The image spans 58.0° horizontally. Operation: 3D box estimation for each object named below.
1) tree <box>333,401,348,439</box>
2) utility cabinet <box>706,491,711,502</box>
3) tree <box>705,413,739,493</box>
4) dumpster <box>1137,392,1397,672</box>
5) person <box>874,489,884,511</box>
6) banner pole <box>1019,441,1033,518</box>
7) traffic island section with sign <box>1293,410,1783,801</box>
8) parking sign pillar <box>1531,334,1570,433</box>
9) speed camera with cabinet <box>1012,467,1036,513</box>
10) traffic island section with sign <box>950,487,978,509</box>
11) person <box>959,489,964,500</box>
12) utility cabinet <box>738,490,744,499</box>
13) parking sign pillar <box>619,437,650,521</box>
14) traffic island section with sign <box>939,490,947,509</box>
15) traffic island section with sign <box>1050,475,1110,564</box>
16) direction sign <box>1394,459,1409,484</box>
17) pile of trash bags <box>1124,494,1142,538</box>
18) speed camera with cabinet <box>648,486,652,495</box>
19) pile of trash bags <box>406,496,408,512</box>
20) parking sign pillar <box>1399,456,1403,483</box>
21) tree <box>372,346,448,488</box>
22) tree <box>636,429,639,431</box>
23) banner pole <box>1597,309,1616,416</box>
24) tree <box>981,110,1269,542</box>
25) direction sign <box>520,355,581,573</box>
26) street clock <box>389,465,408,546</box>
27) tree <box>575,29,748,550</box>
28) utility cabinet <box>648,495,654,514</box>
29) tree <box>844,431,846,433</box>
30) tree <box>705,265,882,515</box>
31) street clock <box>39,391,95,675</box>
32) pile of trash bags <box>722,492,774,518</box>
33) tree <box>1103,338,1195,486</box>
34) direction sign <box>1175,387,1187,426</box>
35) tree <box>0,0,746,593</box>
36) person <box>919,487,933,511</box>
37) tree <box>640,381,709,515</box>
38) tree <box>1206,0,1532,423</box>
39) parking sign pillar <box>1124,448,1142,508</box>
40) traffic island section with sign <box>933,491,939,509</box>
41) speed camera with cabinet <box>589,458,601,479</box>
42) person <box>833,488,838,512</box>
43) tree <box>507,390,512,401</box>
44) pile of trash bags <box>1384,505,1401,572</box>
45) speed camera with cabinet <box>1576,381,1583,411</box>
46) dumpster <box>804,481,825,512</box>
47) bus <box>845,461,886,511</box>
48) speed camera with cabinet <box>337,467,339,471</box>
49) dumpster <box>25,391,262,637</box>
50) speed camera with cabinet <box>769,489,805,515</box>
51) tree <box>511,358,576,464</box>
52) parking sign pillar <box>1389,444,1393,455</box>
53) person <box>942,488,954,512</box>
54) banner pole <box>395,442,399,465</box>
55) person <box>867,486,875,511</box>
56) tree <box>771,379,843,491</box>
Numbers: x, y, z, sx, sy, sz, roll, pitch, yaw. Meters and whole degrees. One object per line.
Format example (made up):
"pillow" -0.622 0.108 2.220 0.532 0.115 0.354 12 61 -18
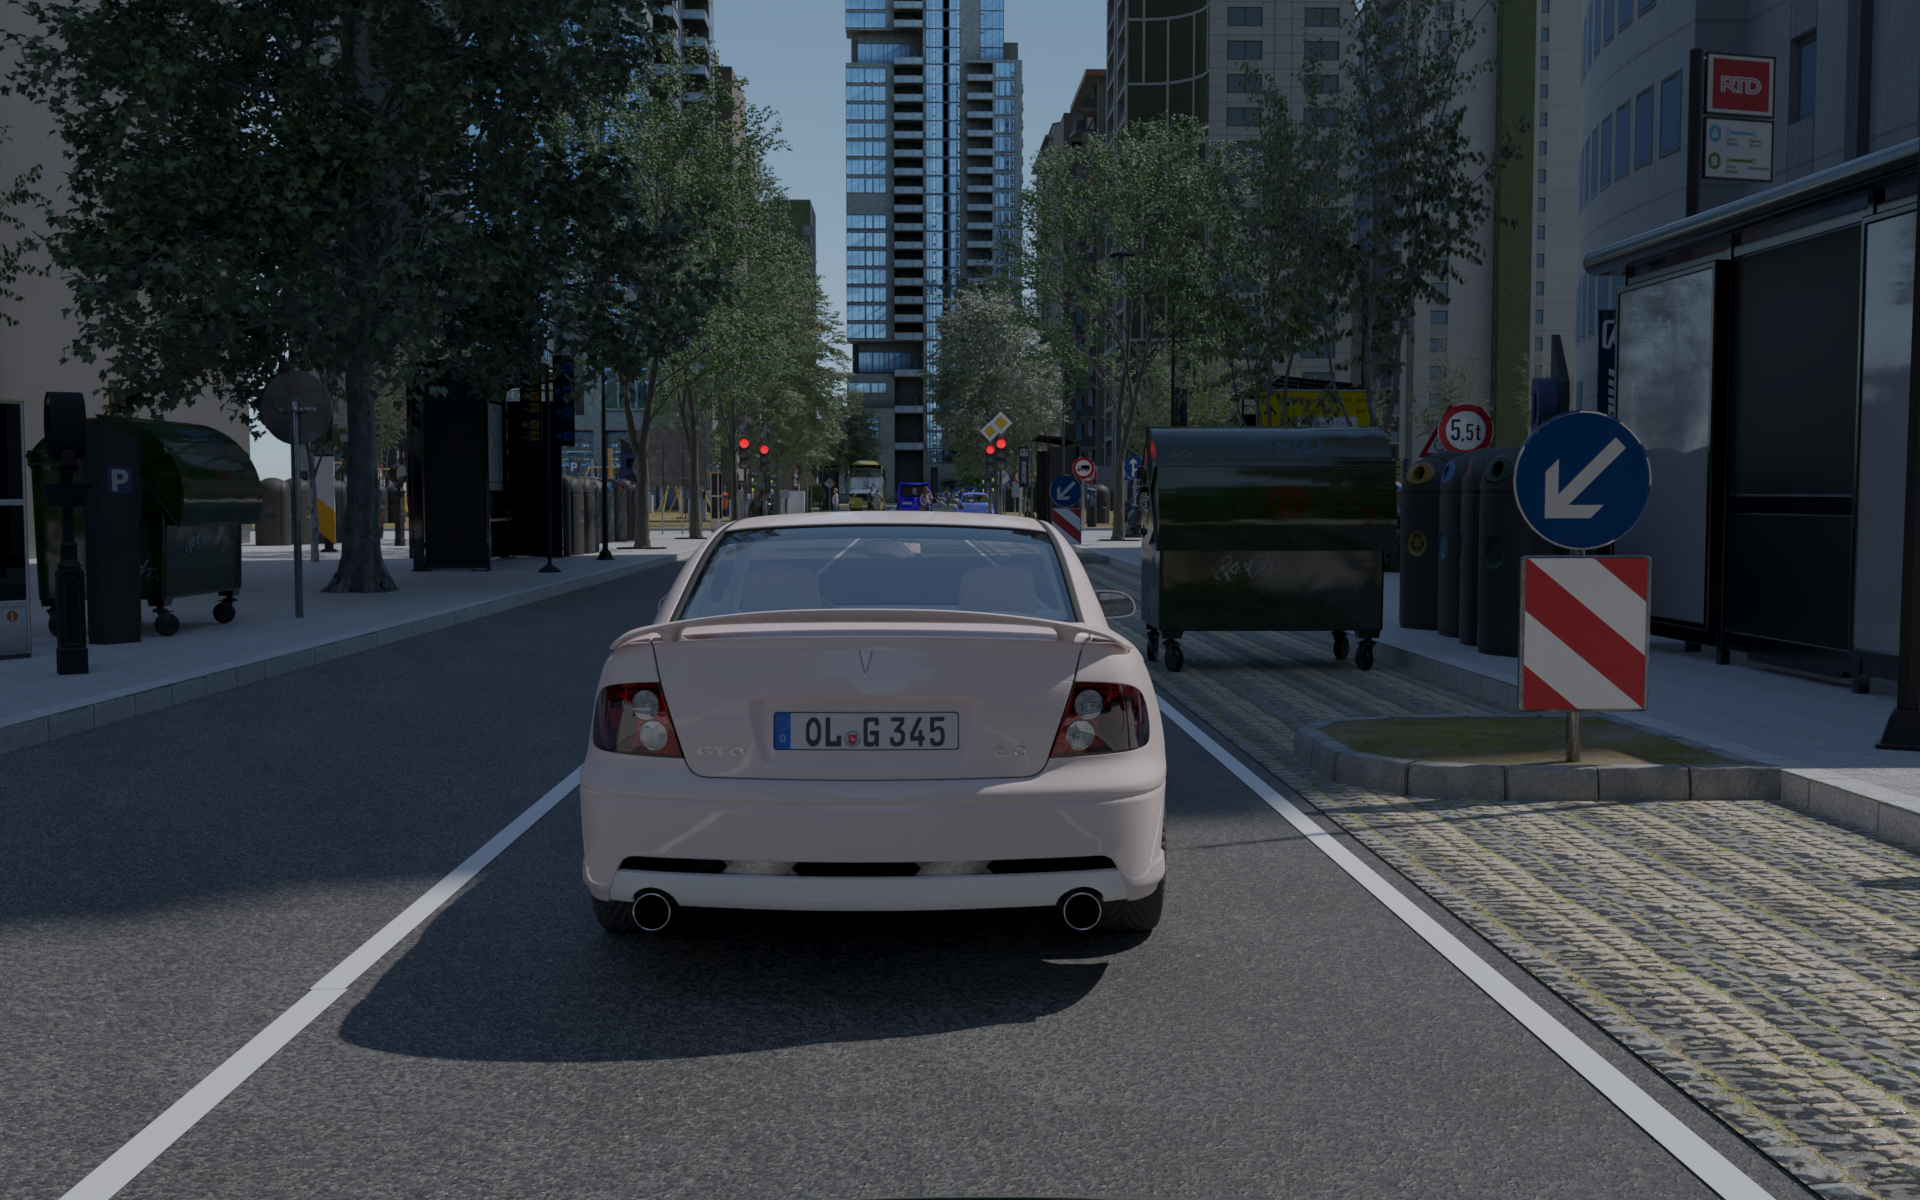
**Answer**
"tree" -30.212 -8.547 90.113 4.360 8.622 3.978 0 3 0
"utility cabinet" -16.050 -6.315 111.933 0.318 1.500 1.173 -2 4 -32
"tree" -18.837 -11.440 137.403 4.737 8.622 4.395 0 3 0
"dumpster" 2.473 -0.573 14.324 1.985 2.255 1.502 0 4 -2
"person" -5.752 -7.011 123.495 0.716 1.782 0.532 0 4 1
"banner pole" 3.087 -5.486 79.707 0.863 3.779 0.401 -1 4 -17
"traffic island section with sign" 2.821 -0.022 8.980 1.989 1.847 2.006 0 4 -2
"parking sign pillar" 9.796 -2.463 28.747 1.447 3.967 1.447 1 4 12
"speed camera with cabinet" 4.669 -7.708 120.358 2.038 3.252 0.660 1 4 16
"traffic island section with sign" 0.478 -5.084 91.754 1.989 1.847 2.006 0 4 -2
"person" 0.212 -6.601 116.849 0.576 1.772 0.534 0 4 -5
"utility cabinet" -11.980 -5.242 94.390 0.318 1.500 1.173 -1 4 -14
"parking sign pillar" -15.434 -5.714 81.898 1.447 3.967 1.447 1 4 8
"traffic island section with sign" -0.287 -6.732 118.699 1.989 1.847 2.006 0 4 -2
"traffic island section with sign" 2.043 -1.690 36.259 1.989 1.847 2.006 0 4 -2
"direction sign" 28.273 -7.280 111.022 0.876 3.537 0.379 1 4 21
"pile of trash bags" 5.688 -2.601 52.280 1.912 1.369 3.447 0 4 3
"speed camera with cabinet" -25.216 -8.895 139.769 0.660 3.252 2.038 -1 4 -11
"pile of trash bags" -39.923 -6.846 121.687 3.447 1.369 1.912 2 4 32
"parking sign pillar" 30.961 -8.199 122.533 1.447 3.967 1.447 2 4 29
"tree" -21.284 -7.267 69.172 4.360 8.622 3.978 0 3 0
"tree" -22.252 -10.974 129.790 4.360 8.622 3.978 0 3 0
"banner pole" 7.999 -1.876 20.694 0.863 3.779 0.401 0 4 3
"tree" 4.500 -7.413 46.961 9.928 11.665 9.643 0 3 0
"direction sign" -6.740 -2.223 28.344 0.876 3.537 0.379 0 4 -4
"street clock" -13.786 -2.325 42.580 0.358 2.002 0.471 1 4 19
"tree" -7.455 -6.979 39.870 9.928 11.665 9.643 0 3 0
"utility cabinet" -20.726 -6.322 114.519 1.020 1.237 0.306 2 4 28
"tree" -10.549 -11.010 130.372 4.737 8.622 4.395 0 3 0
"tree" -8.633 -10.087 83.041 7.486 12.596 7.792 0 3 0
"street clock" -6.344 -0.474 12.322 0.358 2.002 0.471 -2 4 -33
"pile of trash bags" -10.805 -4.732 87.117 3.447 1.369 1.912 -1 4 -23
"tree" 8.863 -7.973 80.726 4.360 8.622 3.978 0 3 0
"direction sign" 4.718 -2.754 37.020 0.379 3.537 0.876 1 4 23
"tree" -7.891 -6.460 22.634 9.611 12.733 9.660 0 3 0
"person" -1.532 -3.967 73.947 0.593 1.750 0.643 -2 4 -33
"tree" -17.558 -9.650 108.136 4.360 8.622 3.978 0 3 0
"tree" 5.151 -4.349 21.463 4.360 8.622 3.978 0 3 0
"parking sign pillar" 9.889 -6.648 97.168 1.447 3.967 1.447 1 4 20
"traffic island section with sign" -1.694 -9.785 168.618 1.989 1.847 2.006 0 4 -2
"speed camera with cabinet" -20.426 -6.181 95.396 0.660 3.252 2.038 1 4 17
"person" -6.366 -4.948 90.066 0.598 1.740 0.731 -2 4 -24
"tree" -26.738 -8.976 97.117 4.360 8.622 3.978 0 3 0
"pile of trash bags" 6.819 -1.136 28.330 1.912 1.369 3.447 -1 4 -14
"speed camera with cabinet" 11.584 -2.207 30.417 2.038 3.252 0.660 1 4 23
"dumpster" -10.514 -7.501 125.130 1.502 2.255 1.985 0 4 -2
"bus" -6.973 -8.516 130.776 2.896 3.916 12.252 0 4 -1
"speed camera with cabinet" -45.307 -7.945 124.232 2.038 3.252 0.660 -1 4 -19
"dumpster" -7.671 -0.844 16.296 1.502 2.255 1.985 0 4 -2
"speed camera with cabinet" -10.026 -6.482 100.314 2.038 3.252 0.660 0 4 2
"tree" -21.656 -8.446 88.448 4.737 8.622 4.395 0 3 0
"parking sign pillar" 22.460 -6.379 92.761 1.447 3.967 1.447 1 4 10
"person" -0.777 -6.173 109.410 0.713 1.824 0.794 1 4 23
"banner pole" -27.005 -5.701 83.231 0.401 3.779 0.863 -1 4 -9
"person" -4.752 -5.223 93.672 0.755 1.850 0.659 2 4 30
"tree" -10.137 -9.831 111.094 4.737 8.622 4.395 0 3 0
